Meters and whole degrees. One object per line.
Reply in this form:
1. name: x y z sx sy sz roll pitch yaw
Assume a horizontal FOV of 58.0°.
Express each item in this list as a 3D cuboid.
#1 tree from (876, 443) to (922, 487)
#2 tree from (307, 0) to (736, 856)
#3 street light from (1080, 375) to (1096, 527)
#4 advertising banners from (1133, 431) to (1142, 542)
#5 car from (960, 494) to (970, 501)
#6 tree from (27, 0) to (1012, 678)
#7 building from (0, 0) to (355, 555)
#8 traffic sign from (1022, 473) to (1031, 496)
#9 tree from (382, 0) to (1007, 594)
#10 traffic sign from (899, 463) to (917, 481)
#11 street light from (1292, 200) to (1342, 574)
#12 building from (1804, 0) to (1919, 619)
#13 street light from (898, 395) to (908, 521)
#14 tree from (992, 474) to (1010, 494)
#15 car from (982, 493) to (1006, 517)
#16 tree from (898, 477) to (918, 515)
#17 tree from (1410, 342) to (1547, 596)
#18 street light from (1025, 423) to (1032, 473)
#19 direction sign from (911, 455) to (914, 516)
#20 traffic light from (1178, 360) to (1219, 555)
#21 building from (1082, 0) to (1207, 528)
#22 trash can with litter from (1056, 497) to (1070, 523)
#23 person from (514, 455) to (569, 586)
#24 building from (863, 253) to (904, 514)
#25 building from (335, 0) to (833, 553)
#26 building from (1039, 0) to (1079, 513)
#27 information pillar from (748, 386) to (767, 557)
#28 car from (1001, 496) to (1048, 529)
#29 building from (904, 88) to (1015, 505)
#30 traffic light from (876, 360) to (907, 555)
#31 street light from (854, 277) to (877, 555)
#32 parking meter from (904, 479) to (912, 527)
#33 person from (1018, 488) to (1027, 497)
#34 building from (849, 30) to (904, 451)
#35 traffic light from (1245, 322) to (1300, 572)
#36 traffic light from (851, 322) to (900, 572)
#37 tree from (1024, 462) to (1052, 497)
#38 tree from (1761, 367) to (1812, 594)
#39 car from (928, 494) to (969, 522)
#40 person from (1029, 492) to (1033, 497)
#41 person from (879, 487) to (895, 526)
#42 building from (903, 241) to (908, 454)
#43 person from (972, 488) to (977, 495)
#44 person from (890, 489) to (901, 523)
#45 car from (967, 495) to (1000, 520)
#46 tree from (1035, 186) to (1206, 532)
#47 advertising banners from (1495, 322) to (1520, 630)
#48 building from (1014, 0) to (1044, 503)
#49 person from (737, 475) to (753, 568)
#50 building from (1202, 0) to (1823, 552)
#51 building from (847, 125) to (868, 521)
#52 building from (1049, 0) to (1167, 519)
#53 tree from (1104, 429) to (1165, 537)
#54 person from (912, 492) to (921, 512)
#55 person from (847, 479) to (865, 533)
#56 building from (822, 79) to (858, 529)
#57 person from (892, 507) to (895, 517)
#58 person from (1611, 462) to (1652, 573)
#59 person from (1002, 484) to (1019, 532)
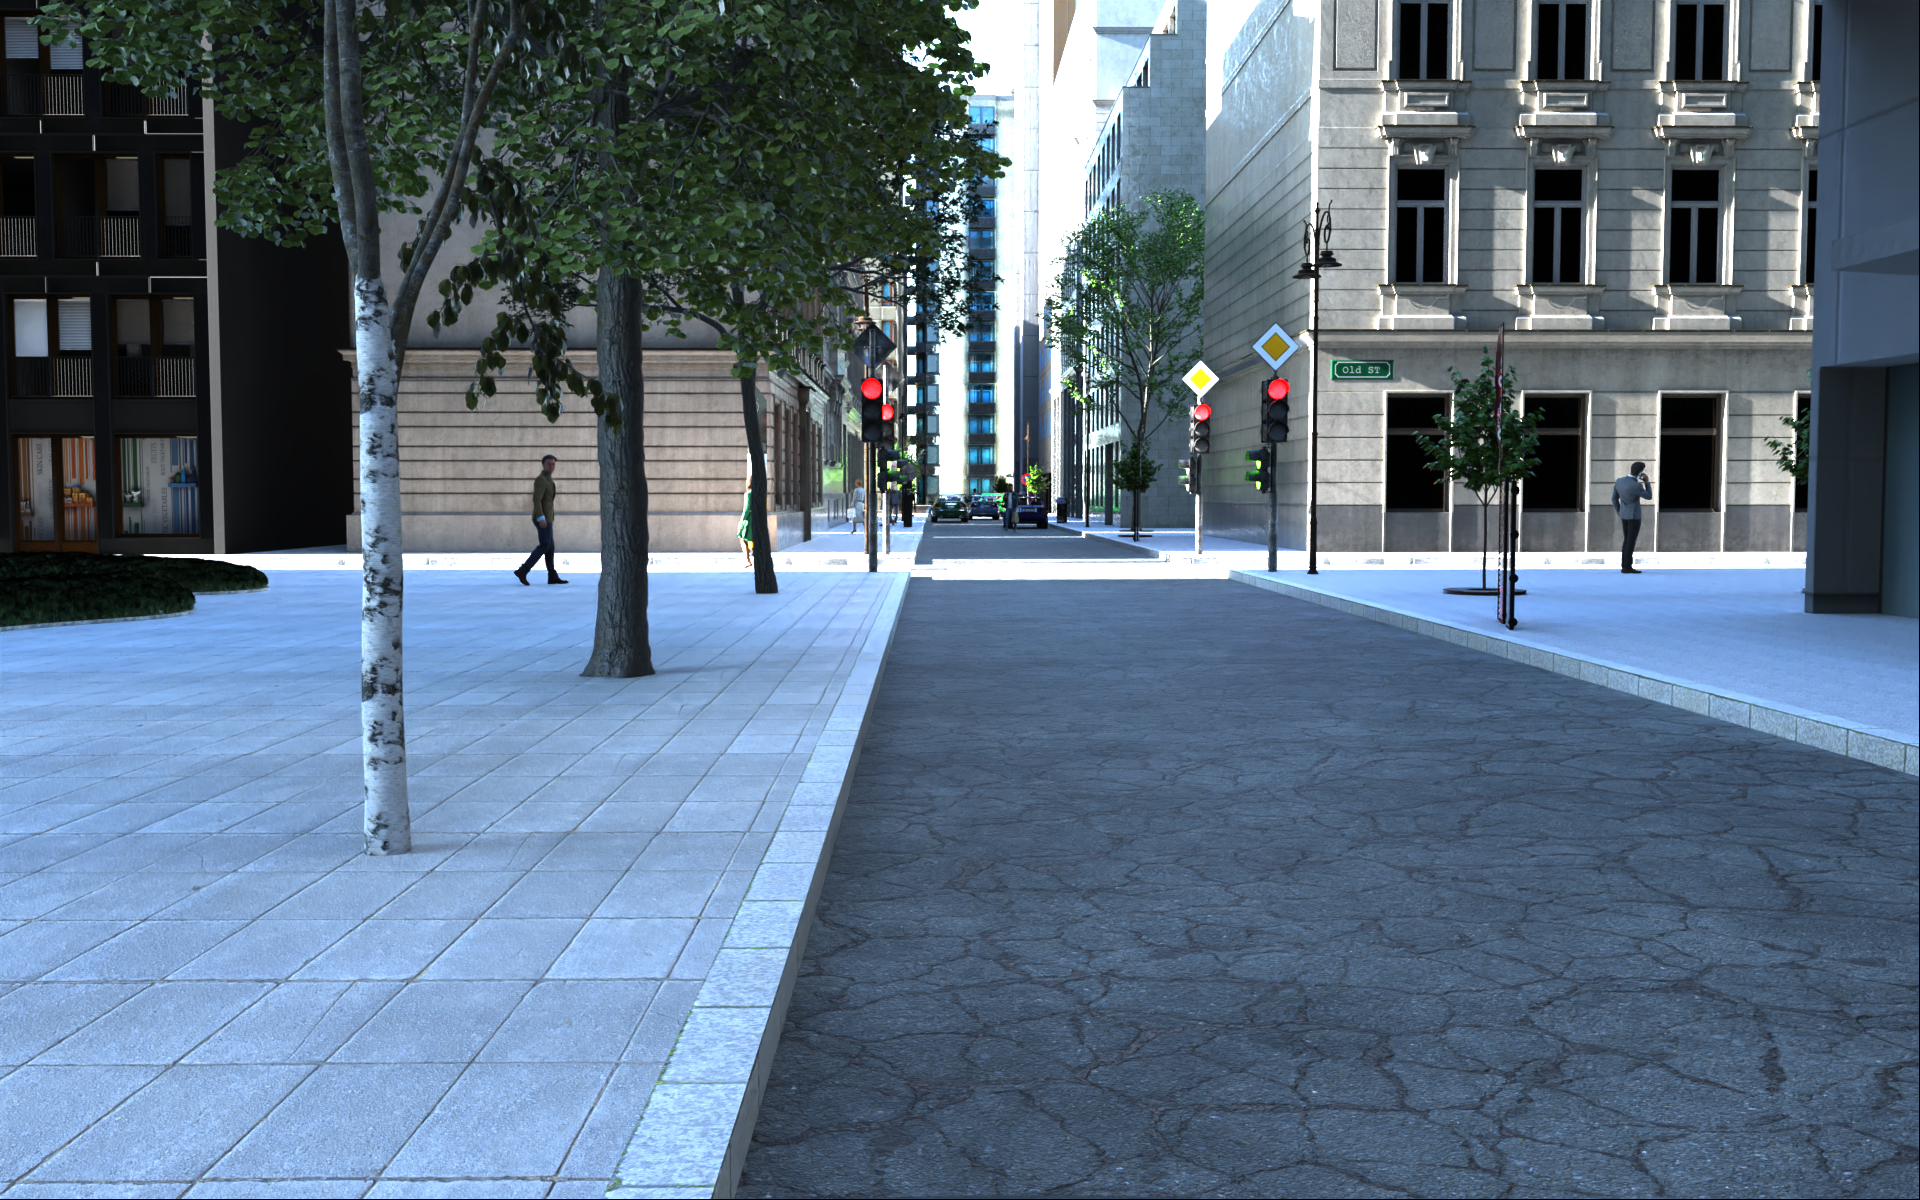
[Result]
1. tree: -4.147 -7.732 110.136 4.285 4.588 4.351 0 3 0
2. tree: -1.818 -3.402 5.987 4.360 8.622 3.978 0 3 0
3. street light: 4.949 -5.767 67.082 0.468 5.910 1.993 0 4 -1
4. advertising banners: 4.882 -3.138 47.487 0.090 3.025 2.074 1 4 11
5. car: 0.015 -8.382 148.851 2.131 1.459 4.920 0 4 -3
6. tree: -2.584 -5.761 12.326 7.486 12.596 7.792 0 3 0
7. building: -23.516 -12.980 41.894 15.834 23.373 12.332 0 4 -1
8. traffic sign: 4.135 -6.429 105.218 0.768 2.556 0.104 0 4 2
9. tree: -2.832 -5.371 22.236 7.601 10.594 8.767 1 4 16
10. traffic sign: -2.149 -4.333 70.949 0.768 2.556 0.104 0 4 0
11. street light: 5.657 -3.352 27.590 0.468 5.910 1.993 0 4 -1
12. building: 20.402 -25.435 5.097 28.713 52.752 27.495 0 4 -1
13. street light: -2.693 -6.639 81.337 0.468 5.910 1.993 0 4 -1
14. tree: 3.962 -10.415 164.894 1.663 3.219 1.824 0 3 0
15. car: 1.988 -6.124 108.917 1.959 1.807 4.718 0 4 0
16. tree: -3.027 -6.746 104.905 1.663 3.219 1.824 0 3 0
17. tree: 6.631 -1.692 22.261 1.663 3.219 1.824 0 3 0
18. street light: 4.364 -8.456 111.044 0.468 5.910 1.993 0 4 -1
19. direction sign: -2.783 -6.571 99.433 0.379 3.537 0.876 0 4 1
20. traffic light: 5.030 -2.910 36.500 0.839 4.253 0.868 0 4 -1
21. building: 11.135 -13.371 73.371 10.420 20.320 16.860 0 4 -1
22. trash can with litter: 4.550 -3.992 76.655 0.624 1.170 1.055 0 4 6
23. person: -5.898 -1.132 24.466 0.836 1.842 0.656 -3 4 -37
24. building: -18.189 -17.203 126.307 27.650 21.520 28.899 0 4 -1
25. building: -8.873 -11.125 46.522 10.561 19.102 19.286 0 4 -1
26. building: 12.788 -28.698 119.329 14.600 45.320 14.200 0 4 -1
27. information pillar: -4.157 -2.699 35.485 0.183 3.616 0.504 3 4 37
28. car: 2.740 -3.705 73.157 1.945 1.354 3.894 0 4 -2
29. building: 8.676 -35.947 207.339 30.456 49.044 23.786 0 4 -1
30. traffic light: -1.531 -2.903 36.387 0.839 4.253 0.868 0 4 -1
31. street light: -1.969 -3.904 36.624 0.468 5.910 1.993 0 4 -1
32. parking meter: -2.029 -3.768 67.325 0.255 1.863 0.399 -1 4 -18
33. person: 4.427 -6.993 121.102 1.217 1.736 0.721 -1 4 -19
34. building: -15.767 -32.234 150.723 21.300 48.544 21.600 0 4 -1
35. traffic light: 5.148 -2.422 28.516 0.839 4.253 0.868 0 4 -1
36. traffic light: -1.412 -2.415 28.403 0.839 4.253 0.868 0 4 -1
37. tree: 4.666 -6.666 103.585 1.663 3.219 1.824 0 3 0
38. tree: 11.472 -1.693 22.289 1.663 3.219 1.824 0 3 0
39. car: -0.549 -4.739 89.287 2.131 1.459 4.920 0 4 -2
40. person: 4.752 -6.680 118.487 0.599 1.433 0.991 -1 4 -21
41. person: -2.899 -3.863 69.302 0.778 1.811 0.616 2 4 33
42. building: -12.343 -24.931 179.325 14.107 30.474 14.160 0 4 -1
43. person: 1.068 -6.885 121.064 0.705 1.824 1.348 -2 4 -26
44. person: -2.936 -4.314 76.778 0.606 1.804 0.583 -2 4 -28
45. car: 1.267 -5.199 97.010 2.014 1.417 4.499 0 4 -2
46. tree: 6.143 -8.117 58.474 9.928 11.665 9.643 0 3 0
47. advertising banners: 5.415 -1.284 17.185 0.090 3.025 2.074 1 4 13
48. building: 14.924 -36.630 140.903 21.231 58.520 28.212 0 4 -1
49. person: -3.905 -1.464 32.687 0.529 1.795 0.600 1 4 23
50. building: 29.065 -16.448 45.344 44.131 29.872 17.030 0 4 -1
51. building: -10.441 -15.531 90.088 11.583 22.565 21.152 0 4 -1
52. building: 11.535 -19.513 96.534 11.434 29.767 29.804 0 4 -1
53. tree: 5.241 -3.510 51.983 1.663 3.219 1.824 0 3 0
54. person: -3.261 -7.021 121.358 1.217 1.766 0.721 0 4 -5
55. person: -3.298 -3.061 56.445 0.694 1.780 0.624 -2 4 -34
56. building: -11.110 -17.137 67.583 14.401 28.519 23.554 0 4 -1
57. person: -3.635 -5.329 97.453 0.394 1.301 0.425 3 5 44
58. person: 10.886 -1.336 28.074 0.473 1.802 0.592 -1 4 -10
59. person: 1.942 -3.447 64.850 0.794 1.824 0.713 2 4 33
